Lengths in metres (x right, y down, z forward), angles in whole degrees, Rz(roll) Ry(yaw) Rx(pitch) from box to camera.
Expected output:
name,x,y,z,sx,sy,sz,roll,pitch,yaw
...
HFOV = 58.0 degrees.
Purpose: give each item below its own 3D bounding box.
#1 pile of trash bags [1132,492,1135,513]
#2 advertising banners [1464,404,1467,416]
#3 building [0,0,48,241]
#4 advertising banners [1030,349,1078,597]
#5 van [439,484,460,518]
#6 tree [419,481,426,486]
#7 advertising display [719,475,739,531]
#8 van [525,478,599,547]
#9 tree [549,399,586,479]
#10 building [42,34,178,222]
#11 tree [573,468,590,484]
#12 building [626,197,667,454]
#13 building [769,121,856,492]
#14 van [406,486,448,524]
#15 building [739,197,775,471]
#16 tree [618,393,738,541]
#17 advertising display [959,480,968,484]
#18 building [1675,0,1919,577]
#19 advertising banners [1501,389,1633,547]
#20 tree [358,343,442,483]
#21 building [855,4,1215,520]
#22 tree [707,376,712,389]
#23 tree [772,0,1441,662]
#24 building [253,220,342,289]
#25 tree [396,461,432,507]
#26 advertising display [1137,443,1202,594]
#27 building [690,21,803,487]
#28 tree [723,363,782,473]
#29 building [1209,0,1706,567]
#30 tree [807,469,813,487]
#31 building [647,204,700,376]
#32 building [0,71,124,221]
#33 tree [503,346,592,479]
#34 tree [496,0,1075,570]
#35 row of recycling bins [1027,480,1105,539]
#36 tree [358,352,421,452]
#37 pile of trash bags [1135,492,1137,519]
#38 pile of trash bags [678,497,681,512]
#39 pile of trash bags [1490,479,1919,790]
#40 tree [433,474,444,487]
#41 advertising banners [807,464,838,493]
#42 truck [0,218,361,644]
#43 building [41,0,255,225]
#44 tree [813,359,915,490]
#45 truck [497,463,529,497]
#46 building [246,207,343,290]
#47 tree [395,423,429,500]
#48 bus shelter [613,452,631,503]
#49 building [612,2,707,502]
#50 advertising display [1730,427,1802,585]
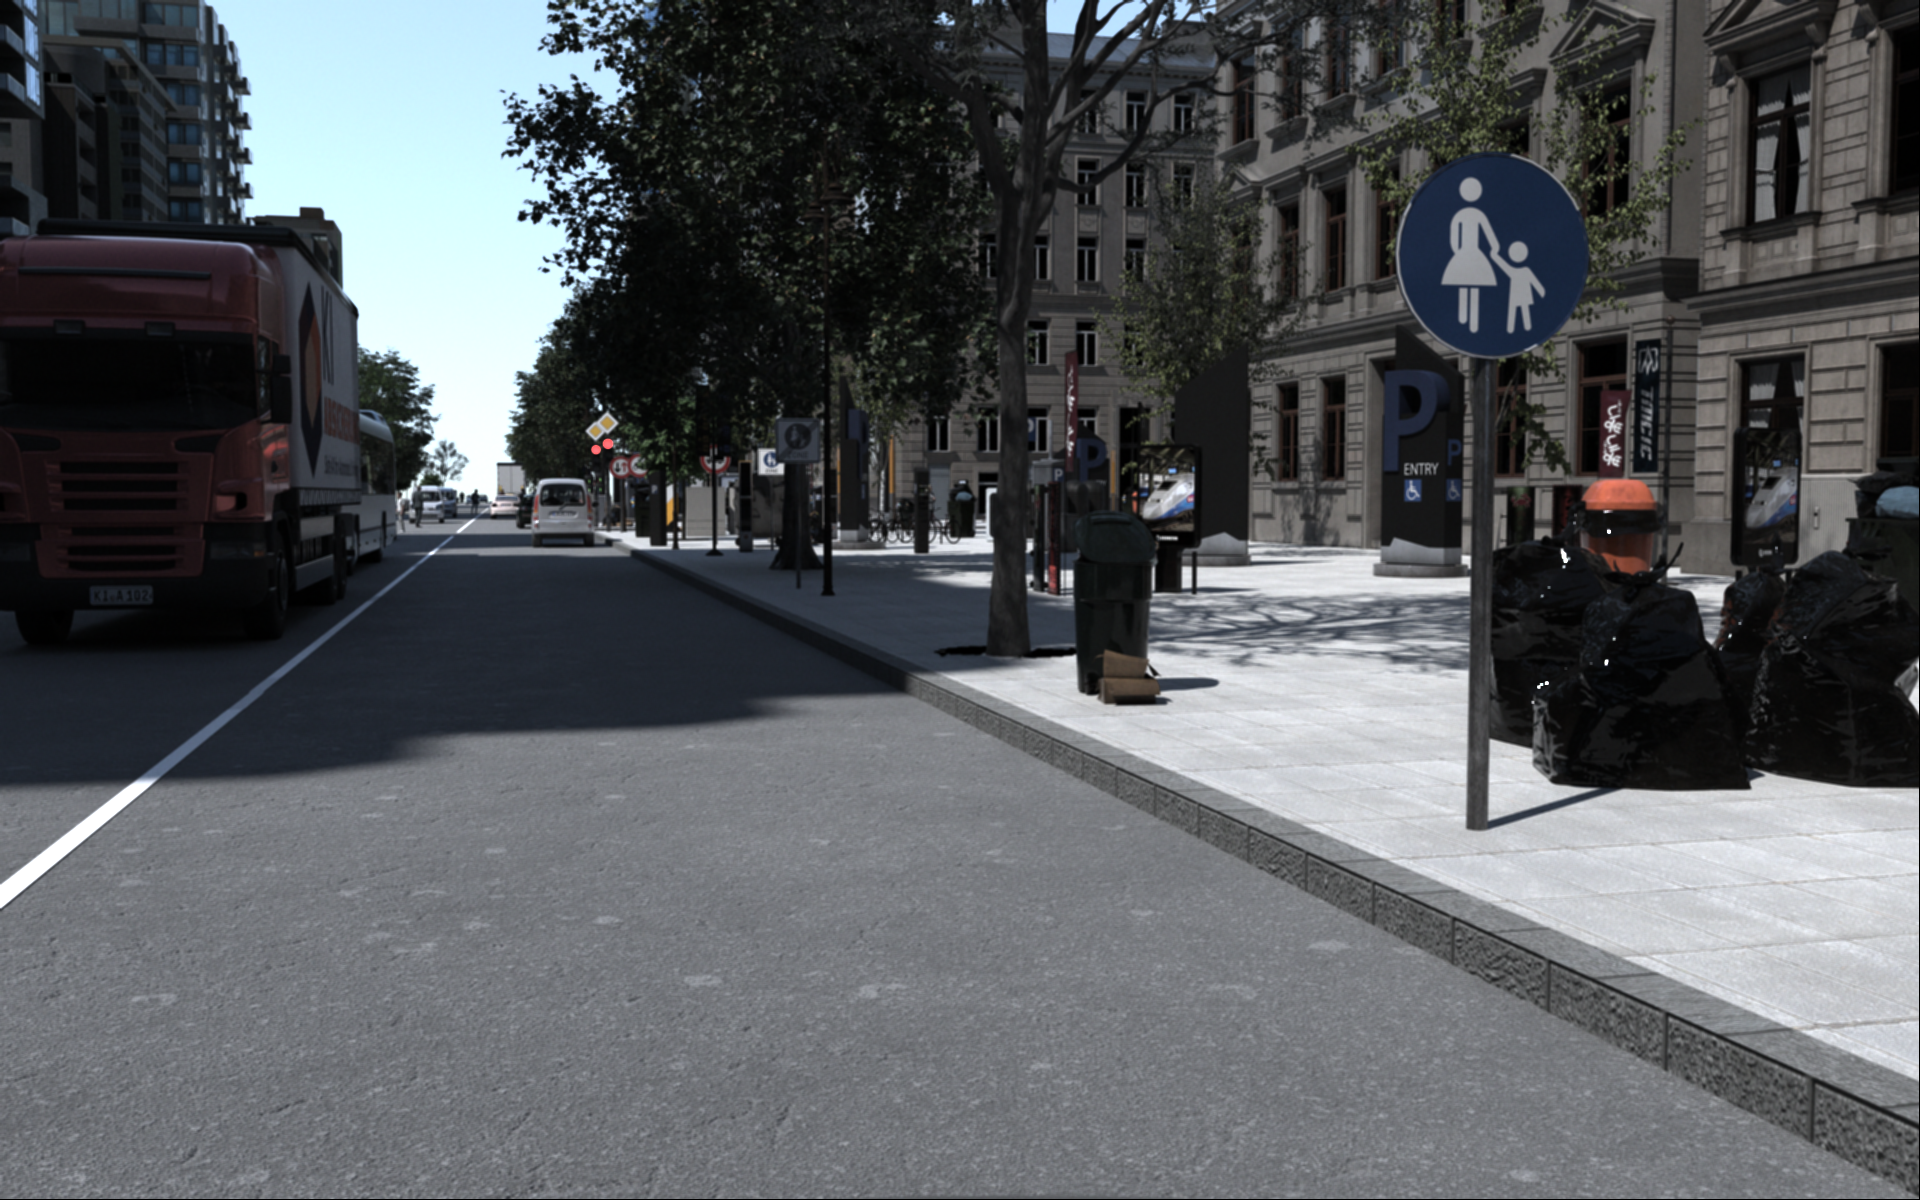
name,x,y,z,sx,sy,sz,roll,pitch,yaw
pile of trash bags,11.688,-7.411,130.928,1.912,1.369,3.447,-1,4,-17
advertising banners,8.950,-2.265,33.216,2.074,3.025,0.090,-2,4,-29
building,-57.714,-47.102,82.788,22.319,86.520,31.000,-1,4,-15
advertising banners,1.194,-1.581,22.030,0.090,3.025,2.074,-1,4,-12
van,-31.812,-6.086,106.524,2.013,2.044,4.112,-1,4,-16
tree,-71.866,-14.469,231.174,1.663,3.219,1.824,0,3,0
advertising display,-7.812,-3.323,59.541,0.974,1.923,0.123,-2,4,-29
van,-11.000,-2.503,47.941,2.013,2.044,4.112,-1,4,-13
tree,-24.991,-9.833,111.132,4.360,8.622,3.978,0,3,0
building,-78.195,-27.397,139.818,32.217,40.220,23.993,-1,4,-15
tree,-25.373,-7.454,116.480,1.663,3.219,1.824,0,3,0
building,-42.724,-37.367,261.057,14.600,45.320,14.200,-1,4,-15
building,-4.319,-19.951,112.105,13.634,28.700,20.117,-1,4,-15
van,-26.398,-4.815,85.736,2.013,2.044,4.112,-1,4,-16
building,-9.002,-21.164,133.416,14.401,28.519,23.554,-1,4,-15
tree,-7.773,-3.940,48.126,4.285,4.588,4.351,0,3,0
advertising display,0.156,-4.442,77.843,0.123,1.923,0.974,-1,4,-19
building,18.484,-9.492,19.820,10.561,19.102,19.286,-1,4,-15
advertising banners,10.198,-2.016,29.143,2.074,3.025,0.090,1,4,9
tree,-49.308,-14.712,147.199,9.857,13.997,8.962,0,3,0
building,7.415,-18.037,92.173,25.104,27.353,12.463,-1,4,-15
tree,-13.681,-9.143,99.847,4.737,8.622,4.395,0,3,0
tree,0.466,-6.296,13.302,12.009,13.543,11.850,0,3,0
building,-100.315,-35.206,259.213,14.154,41.232,14.086,-1,4,-15
tree,-55.261,-11.404,170.169,4.285,4.588,4.351,0,3,0
advertising display,2.703,-1.053,22.425,0.974,1.923,0.123,3,5,45
building,-14.990,-44.410,164.363,20.563,71.187,20.611,-1,4,-15
tree,-8.494,-7.886,79.292,4.737,8.622,4.395,0,3,0
building,14.475,-12.478,40.168,11.583,22.565,21.152,-1,4,-15
tree,-6.517,-8.233,84.971,4.360,8.622,3.978,0,3,0
building,-39.405,-34.487,247.457,14.154,41.232,14.086,-1,4,-15
building,-65.719,-21.168,117.792,14.160,30.474,14.107,-1,4,-15
tree,-31.020,-13.125,132.728,7.486,12.596,7.792,0,3,0
tree,-2.876,-6.878,29.457,9.611,12.733,9.660,0,3,0
row of recycling bins,3.020,-2.678,50.894,1.069,1.692,3.534,3,5,44
tree,-44.184,-12.395,128.419,9.928,11.665,9.643,0,3,0
pile of trash bags,10.628,-4.621,85.303,3.447,1.369,1.912,-3,5,-42
pile of trash bags,-20.027,-6.804,121.005,3.447,1.369,1.912,-2,4,-26
pile of trash bags,3.703,0.041,9.075,1.912,1.369,3.447,1,4,9
tree,-74.962,-16.020,245.635,4.285,4.588,4.351,0,3,0
advertising banners,-7.171,-5.761,90.382,2.074,3.025,0.090,-1,4,-18
truck,-8.713,-1.909,20.121,2.839,4.237,11.283,-1,4,-15
building,-80.883,-33.476,166.935,23.786,49.044,30.456,-1,4,-15
tree,-3.459,-7.426,71.780,4.360,8.622,3.978,0,3,0
truck,-41.280,-10.446,159.697,2.839,4.237,11.283,-1,4,-13
building,-104.739,-38.068,272.524,14.600,45.320,14.200,-1,4,-15
tree,-58.437,-14.083,180.613,4.737,8.622,4.395,0,3,0
bus shelter,-19.262,-6.636,99.785,1.731,3.624,6.357,-1,4,-15
building,-45.083,-59.373,283.418,22.319,86.520,31.000,-1,4,-15
advertising display,7.879,-0.717,16.935,0.974,1.923,0.123,-2,4,-33
